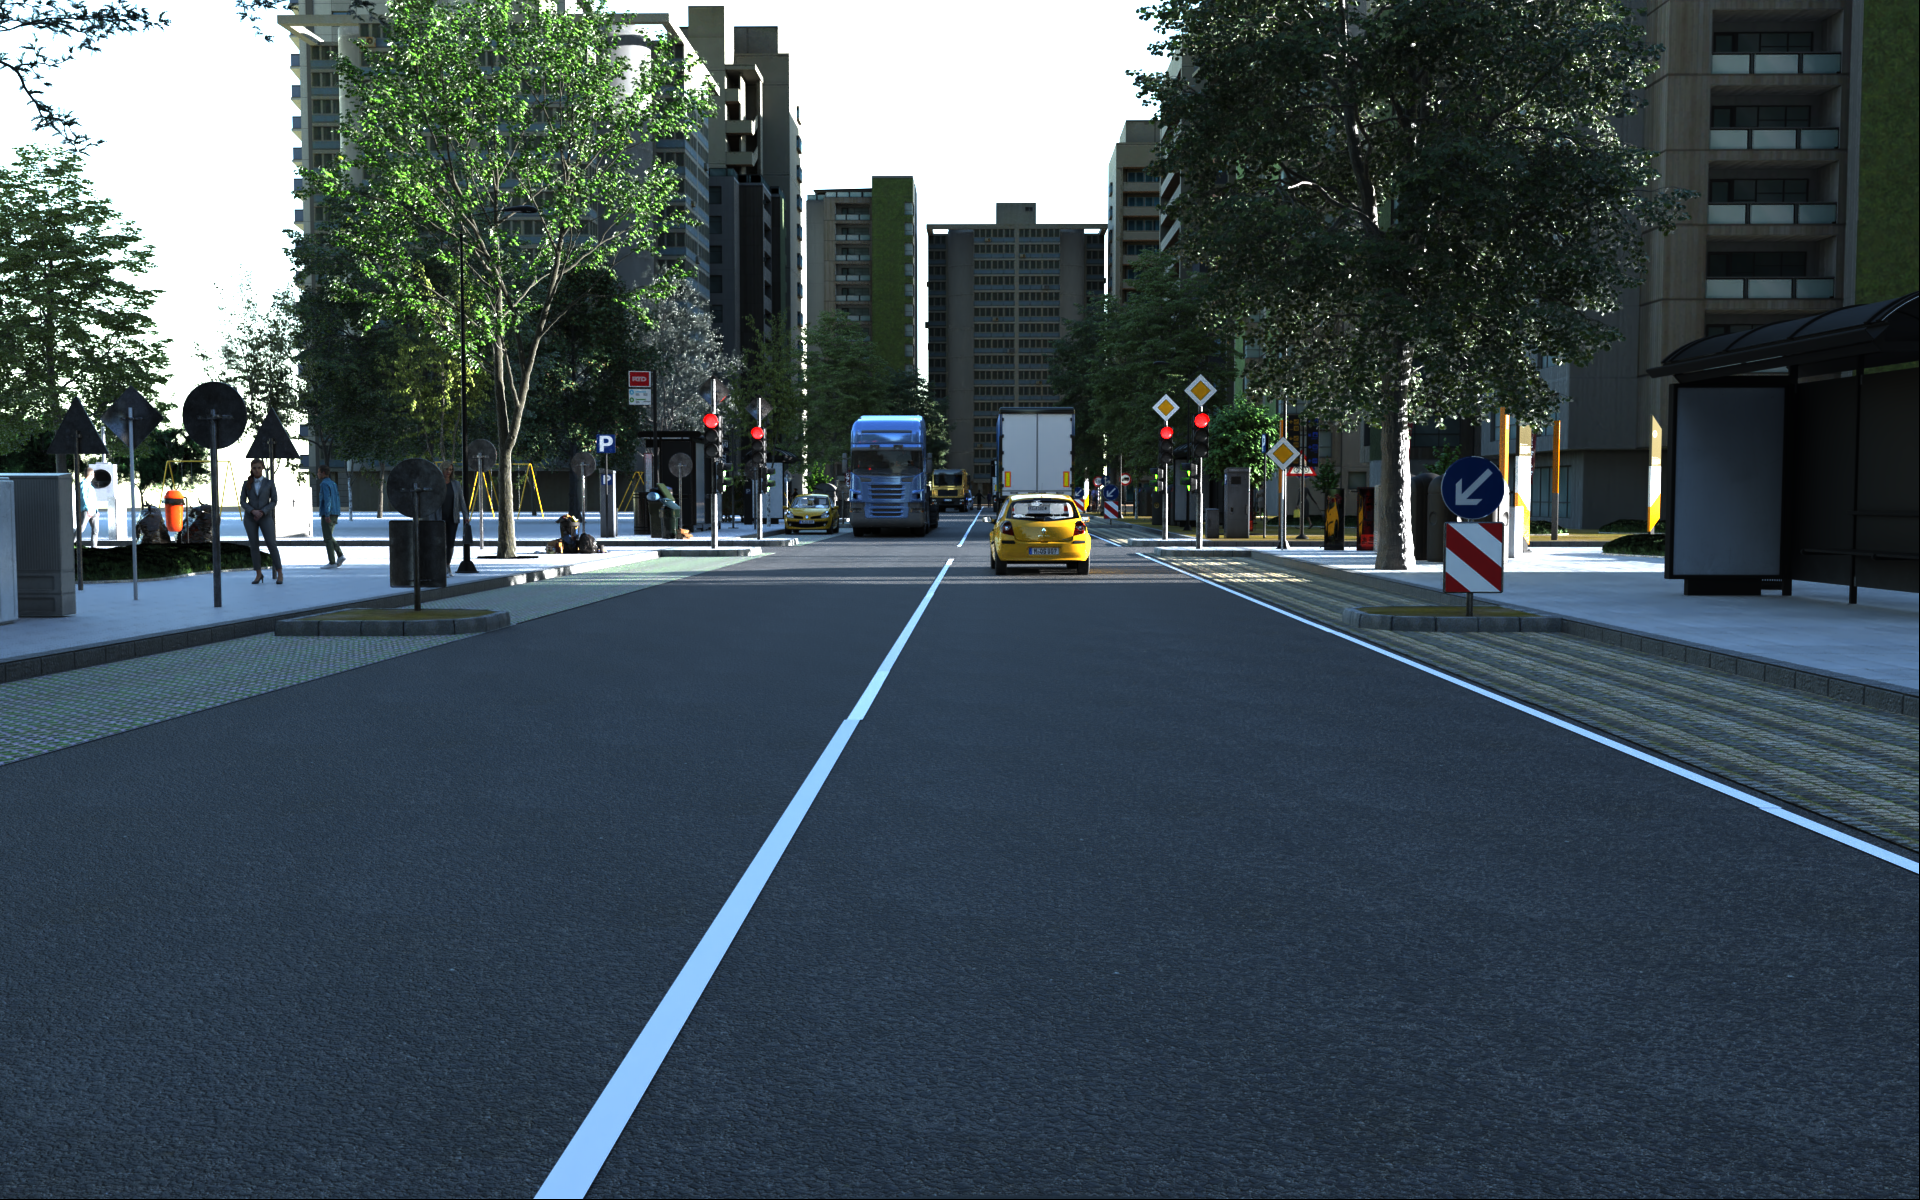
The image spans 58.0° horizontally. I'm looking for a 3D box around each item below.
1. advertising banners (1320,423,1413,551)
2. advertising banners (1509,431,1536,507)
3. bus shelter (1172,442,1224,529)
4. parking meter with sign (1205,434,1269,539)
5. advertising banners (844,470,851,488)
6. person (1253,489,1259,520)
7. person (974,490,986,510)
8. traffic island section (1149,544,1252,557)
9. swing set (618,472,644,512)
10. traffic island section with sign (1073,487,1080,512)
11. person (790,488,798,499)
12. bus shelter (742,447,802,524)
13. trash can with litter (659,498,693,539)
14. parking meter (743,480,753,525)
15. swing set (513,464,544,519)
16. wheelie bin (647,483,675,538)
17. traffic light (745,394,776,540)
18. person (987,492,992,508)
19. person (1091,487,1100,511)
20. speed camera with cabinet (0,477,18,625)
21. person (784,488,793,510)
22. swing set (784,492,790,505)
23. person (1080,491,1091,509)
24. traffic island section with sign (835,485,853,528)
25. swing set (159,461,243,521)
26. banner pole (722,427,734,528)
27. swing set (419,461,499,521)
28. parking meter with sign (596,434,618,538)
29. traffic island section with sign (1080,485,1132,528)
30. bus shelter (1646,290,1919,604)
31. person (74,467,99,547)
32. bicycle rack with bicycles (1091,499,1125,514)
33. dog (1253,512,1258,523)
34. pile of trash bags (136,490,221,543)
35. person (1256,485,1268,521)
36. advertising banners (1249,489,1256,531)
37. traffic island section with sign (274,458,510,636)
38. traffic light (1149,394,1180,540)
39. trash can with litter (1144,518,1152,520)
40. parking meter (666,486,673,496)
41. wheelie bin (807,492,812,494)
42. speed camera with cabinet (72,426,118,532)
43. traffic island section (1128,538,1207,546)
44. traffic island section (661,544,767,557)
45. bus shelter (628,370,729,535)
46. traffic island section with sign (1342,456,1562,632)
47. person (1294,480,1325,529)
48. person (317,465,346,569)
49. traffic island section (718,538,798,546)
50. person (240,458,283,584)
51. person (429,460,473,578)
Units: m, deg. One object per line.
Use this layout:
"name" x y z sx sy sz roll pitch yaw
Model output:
"advertising banners" 9.205 -2.629 39.174 2.074 3.025 0.090 2 4 24
"advertising banners" 15.789 -3.230 48.992 0.090 3.025 2.074 0 4 -7
"bus shelter" 9.035 -4.339 64.862 2.014 3.302 5.546 0 4 1
"parking meter with sign" 7.997 -3.293 50.105 1.738 3.016 0.543 0 4 -3
"advertising banners" -7.259 -7.770 123.231 2.074 3.025 0.090 0 4 6
"person" 14.843 -4.965 87.344 0.709 1.813 0.853 0 4 -6
"person" 1.752 -9.045 156.413 1.348 1.821 0.705 3 4 38
"traffic island section" 5.630 -1.123 40.635 2.009 0.180 2.903 0 4 1
"swing set" -22.555 -7.618 122.177 2.862 2.851 3.119 0 4 -1
"traffic island section with sign" 6.699 -5.599 100.164 1.989 1.847 2.006 0 4 1
"person" -12.470 -7.547 130.260 0.721 1.723 1.217 1 4 22
"bus shelter" -8.254 -5.047 76.446 2.014 3.302 5.546 0 4 1
"trash can with litter" -8.086 -2.330 49.485 1.055 1.170 0.624 2 4 32
"parking meter" -8.915 -4.096 72.687 0.399 1.863 0.255 -1 4 -11
"swing set" -23.292 -5.598 89.146 3.119 2.851 2.862 1 4 14
"wheelie bin" -8.784 -2.623 50.801 0.693 1.594 0.980 1 4 9
"traffic light" -5.627 -3.656 48.691 0.839 4.253 0.868 0 4 1
"person" 3.089 -10.598 182.695 0.541 1.710 0.530 -1 4 -17
"person" 9.961 -7.439 127.532 0.709 1.838 0.599 -1 4 -10
"speed camera with cabinet" -10.360 -1.373 16.788 2.038 3.252 0.660 0 4 -8
"person" -14.195 -8.362 142.770 1.348 1.822 0.705 3 4 39
"swing set" -13.616 -7.643 122.580 2.862 2.851 3.119 -1 4 -23
"person" 9.669 -7.639 130.957 1.348 1.821 0.705 -2 4 -29
"traffic island section with sign" -4.915 -3.963 73.420 1.989 1.847 2.006 0 4 1
"swing set" -35.491 -5.106 81.098 3.119 2.851 2.862 0 4 -2
"banner pole" -8.681 -4.568 64.696 0.863 3.779 0.401 2 4 25
"swing set" -24.060 -5.227 83.089 3.119 2.851 2.862 1 4 18
"parking meter with sign" -10.435 -3.375 51.436 0.543 3.016 1.738 0 4 -7
"traffic island section with sign" 6.226 -3.950 73.213 1.989 1.847 2.006 0 4 1
"bus shelter" 9.698 -1.556 19.366 2.014 3.302 5.546 0 4 1
"person" -18.331 -1.859 36.301 0.748 1.841 0.638 0 4 1
"bicycle rack with bicycles" 9.902 -6.202 114.780 2.852 0.926 2.925 0 4 3
"dog" 12.772 -3.633 76.229 0.540 0.507 0.406 -1 4 -22
"pile of trash bags" -17.911 -1.823 39.551 1.912 1.369 3.447 -2 4 -24
"person" 14.642 -4.735 83.803 0.599 1.781 0.374 3 5 39
"advertising banners" 9.955 -3.866 59.391 0.090 3.025 2.074 2 4 30
"traffic island section with sign" -5.879 -0.591 18.298 1.989 1.847 2.006 0 4 1
"traffic light" 5.732 -3.644 48.506 0.839 4.253 0.868 0 4 1
"trash can with litter" 9.863 -4.523 85.009 1.678 1.210 2.233 0 4 5
"parking meter" -8.893 -2.697 52.512 0.372 1.533 0.369 0 3 0
"wheelie bin" -9.171 -6.130 108.125 0.693 1.594 0.980 -3 5 -42
"speed camera with cabinet" -25.683 -3.428 50.389 2.038 3.252 0.660 -1 4 -17
"traffic island section" 5.772 -1.611 48.619 2.009 0.180 2.903 0 4 1
"traffic island section" -5.809 -1.135 40.843 2.009 0.180 2.903 0 4 1
"bus shelter" -9.610 -4.966 58.827 2.179 5.291 8.768 0 4 1
"traffic island section with sign" 5.247 -0.623 18.814 1.989 1.847 2.006 0 4 1
"person" 12.932 -3.488 63.290 1.509 1.804 0.699 0 4 0
"person" -10.796 -1.427 29.717 0.444 1.785 0.601 1 4 10
"traffic island section" -5.667 -1.624 48.826 2.009 0.180 2.903 0 4 1
"person" -9.968 -1.124 24.699 0.520 1.790 0.573 -2 4 -31
"person" -7.893 -1.263 26.879 0.709 1.800 0.728 -2 4 -27
